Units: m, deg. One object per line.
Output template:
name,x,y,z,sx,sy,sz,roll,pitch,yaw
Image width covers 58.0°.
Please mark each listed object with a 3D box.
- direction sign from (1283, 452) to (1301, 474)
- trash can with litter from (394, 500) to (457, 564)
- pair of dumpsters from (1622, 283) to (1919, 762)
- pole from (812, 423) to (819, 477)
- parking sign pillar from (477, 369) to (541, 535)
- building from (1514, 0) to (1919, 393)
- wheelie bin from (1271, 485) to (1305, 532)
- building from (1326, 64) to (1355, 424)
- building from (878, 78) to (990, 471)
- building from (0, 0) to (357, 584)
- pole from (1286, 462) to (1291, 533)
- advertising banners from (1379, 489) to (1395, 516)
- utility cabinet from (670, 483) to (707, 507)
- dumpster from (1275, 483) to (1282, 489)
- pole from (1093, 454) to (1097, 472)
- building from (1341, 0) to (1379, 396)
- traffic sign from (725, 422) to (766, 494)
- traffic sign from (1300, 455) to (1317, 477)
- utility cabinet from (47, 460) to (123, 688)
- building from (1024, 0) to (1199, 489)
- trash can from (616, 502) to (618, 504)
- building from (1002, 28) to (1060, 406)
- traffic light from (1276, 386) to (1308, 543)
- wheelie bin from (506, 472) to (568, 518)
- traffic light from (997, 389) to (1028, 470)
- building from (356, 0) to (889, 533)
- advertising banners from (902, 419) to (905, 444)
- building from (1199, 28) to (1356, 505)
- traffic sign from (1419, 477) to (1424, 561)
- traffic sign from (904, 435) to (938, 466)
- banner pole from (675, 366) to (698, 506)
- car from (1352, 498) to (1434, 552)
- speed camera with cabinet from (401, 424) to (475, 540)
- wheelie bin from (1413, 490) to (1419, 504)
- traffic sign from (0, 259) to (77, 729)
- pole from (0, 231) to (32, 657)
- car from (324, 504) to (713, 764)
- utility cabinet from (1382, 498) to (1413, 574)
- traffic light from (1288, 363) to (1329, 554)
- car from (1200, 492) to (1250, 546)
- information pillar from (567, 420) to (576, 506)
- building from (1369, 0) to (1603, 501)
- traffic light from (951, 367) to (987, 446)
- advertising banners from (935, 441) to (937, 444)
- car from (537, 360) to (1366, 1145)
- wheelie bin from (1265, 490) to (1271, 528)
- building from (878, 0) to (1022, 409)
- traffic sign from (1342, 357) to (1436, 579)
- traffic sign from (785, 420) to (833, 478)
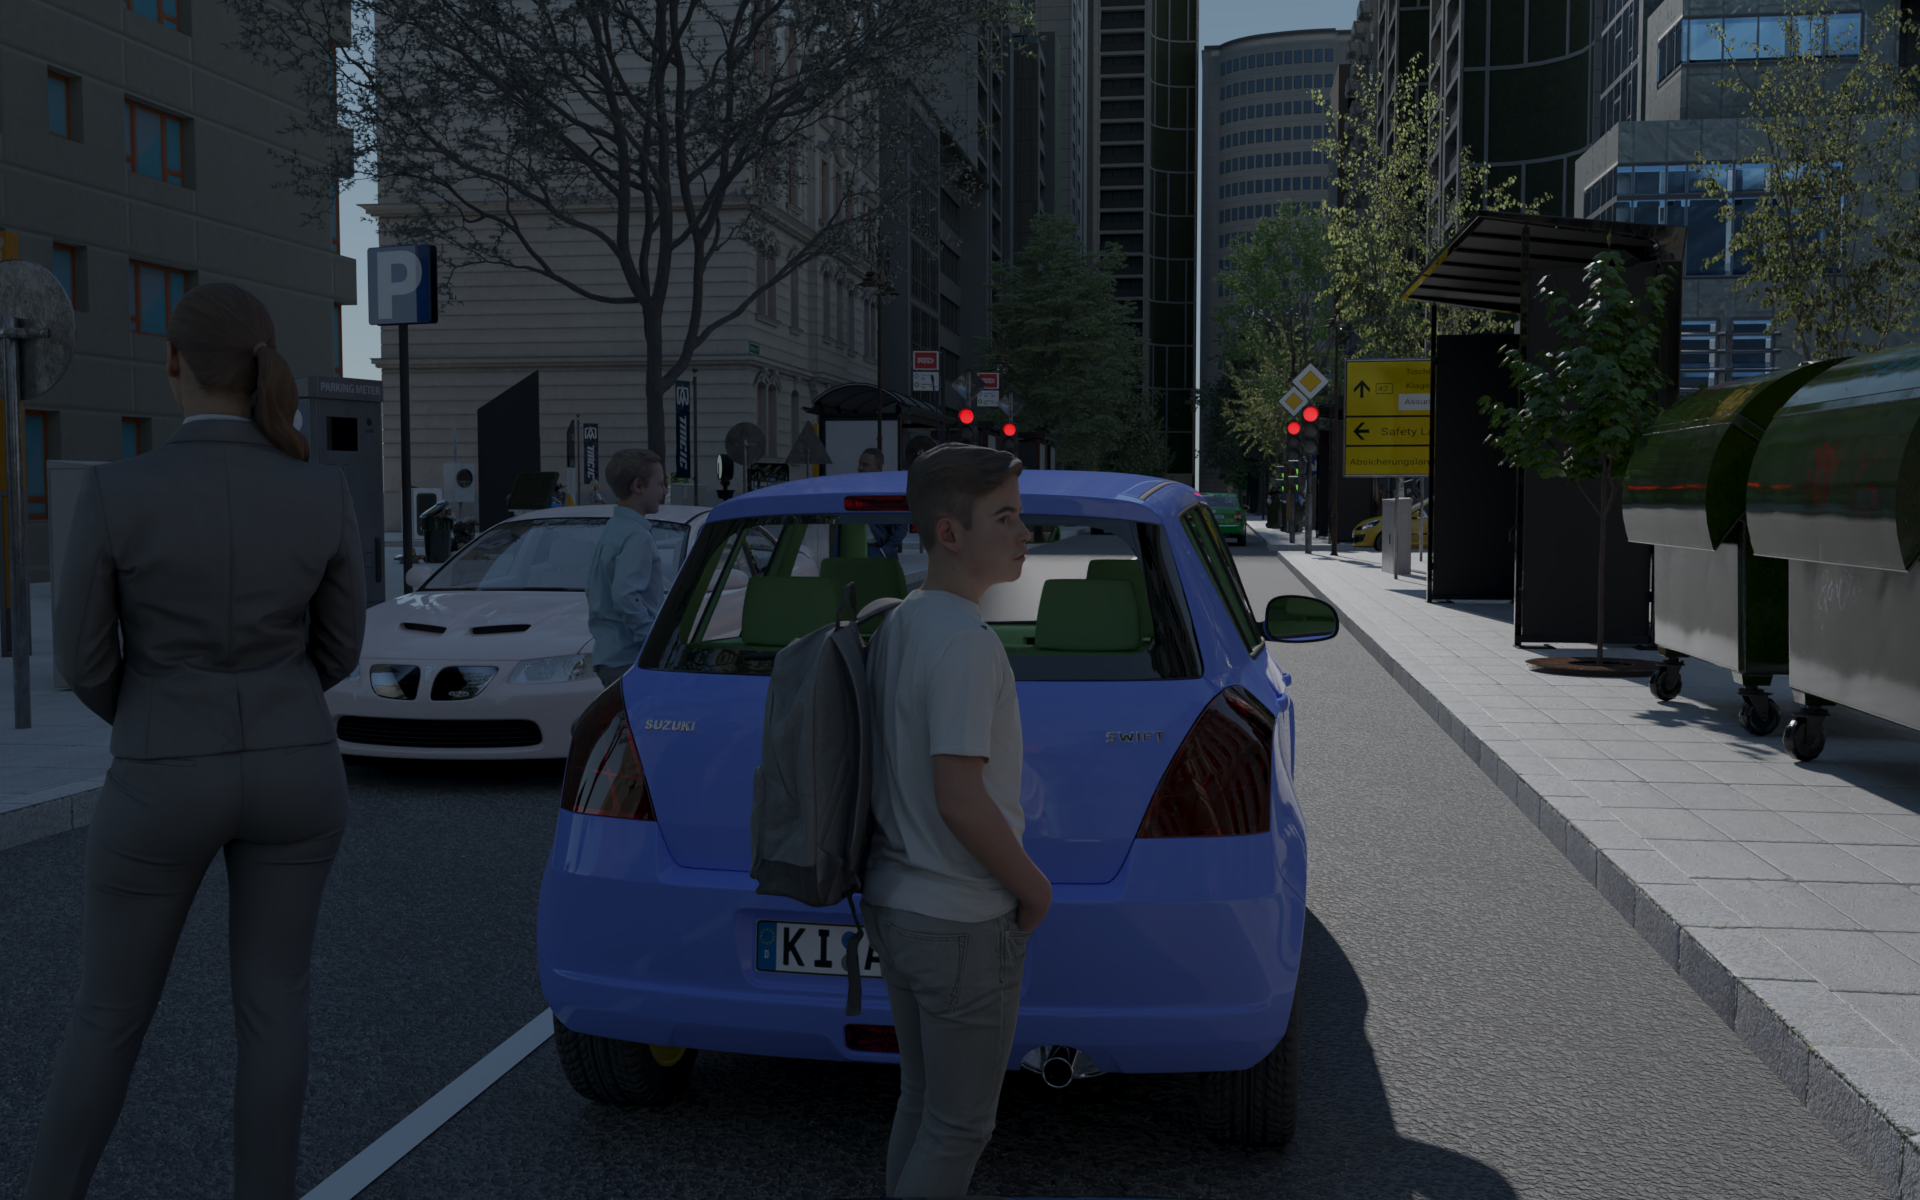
direction sign,16.703,-5.820,87.148,0.876,3.537,0.379,1,4,17
trash can with litter,-9.902,-1.265,32.076,1.055,1.170,0.624,-2,4,-35
pair of dumpsters,4.610,-0.374,8.607,1.574,2.255,4.437,1,4,8
pole,-4.172,-3.442,50.120,0.158,3.312,0.155,0,3,0
parking sign pillar,-9.756,-3.000,37.515,1.447,3.967,1.447,-1,4,-11
building,35.937,-45.644,58.946,31.000,86.520,22.319,1,4,8
wheelie bin,11.190,-3.085,58.348,0.980,1.594,0.693,3,4,38
building,44.951,-32.213,176.798,14.600,45.320,14.200,1,4,8
building,-7.297,-16.814,93.977,14.314,24.678,30.058,1,4,8
building,-28.209,-10.841,22.288,28.899,21.520,27.650,1,4,8
pole,10.760,-3.837,56.572,0.158,3.312,0.155,0,3,0
advertising banners,12.560,-3.374,51.354,0.090,3.025,2.074,3,5,44
utility cabinet,-5.635,-1.677,36.097,0.318,1.500,1.173,1,4,15
dumpster,21.220,-6.820,114.008,1.502,2.255,1.985,1,4,8
pole,6.096,-5.169,78.355,0.158,3.312,0.155,0,3,0
building,45.928,-32.675,153.845,23.786,49.044,30.456,1,4,8
traffic sign,-3.796,-1.866,30.615,0.768,2.556,0.104,1,4,12
traffic sign,10.264,-3.102,50.824,0.768,2.556,0.104,1,4,13
utility cabinet,-5.643,-0.190,11.779,0.318,1.500,1.173,1,4,10
building,19.830,-47.872,220.957,20.611,71.187,20.563,1,4,8
trash can,-5.577,-1.123,30.020,0.748,1.137,0.748,0,3,0
building,0.999,-28.508,149.694,14.154,41.232,14.086,1,4,8
traffic light,8.659,-3.438,45.130,0.839,4.253,0.868,1,4,8
wheelie bin,-5.948,-1.008,24.396,0.980,1.594,0.693,1,4,17
traffic light,1.374,-3.503,46.187,0.839,4.253,0.868,1,4,8
building,-11.250,-17.099,66.955,14.401,28.519,23.554,1,4,8
advertising banners,-2.055,-2.580,38.371,2.074,3.025,0.090,2,4,34
building,44.489,-41.366,218.332,28.212,58.520,21.231,1,4,8
traffic sign,8.773,-1.882,32.894,0.606,2.300,0.079,1,4,13
traffic sign,-0.835,-2.278,37.355,0.768,2.556,0.104,1,4,13
banner pole,-5.299,-2.678,33.796,0.401,3.779,0.863,2,4,28
car,11.334,-1.883,41.014,3.980,1.641,2.015,1,4,9
speed camera with cabinet,-14.663,-3.323,48.667,0.660,3.252,2.038,3,5,40
wheelie bin,22.432,-4.782,86.095,0.693,1.594,0.980,1,4,10
traffic sign,-5.136,-0.569,9.417,0.768,2.556,0.104,1,4,14
pole,-7.451,-1.207,13.581,0.158,3.312,0.155,0,3,0
car,-2.133,0.111,10.555,2.083,1.381,4.827,1,4,10
utility cabinet,7.082,-1.037,28.122,0.306,1.237,1.020,0,4,3
traffic light,7.491,-2.955,37.230,0.839,4.253,0.868,1,4,8
car,7.256,-2.476,49.279,1.959,1.807,4.718,1,4,9
information pillar,-12.174,-3.847,54.255,0.183,3.616,0.504,1,4,9
building,40.058,-42.203,128.272,20.563,71.187,20.611,1,4,8
traffic light,0.206,-3.019,38.287,0.839,4.253,0.868,1,4,8
advertising banners,-1.495,-3.685,56.436,2.074,3.025,0.090,-3,5,-44
car,0.165,0.267,5.226,1.945,1.707,3.694,1,4,10
wheelie bin,11.895,-3.495,65.055,0.693,1.594,0.980,2,4,34
building,2.243,-45.327,179.352,20.611,71.187,20.563,1,4,8
traffic sign,6.881,-1.960,25.912,2.265,3.308,0.079,1,4,12
traffic sign,-2.680,-1.872,30.605,0.884,2.594,0.081,1,4,12
